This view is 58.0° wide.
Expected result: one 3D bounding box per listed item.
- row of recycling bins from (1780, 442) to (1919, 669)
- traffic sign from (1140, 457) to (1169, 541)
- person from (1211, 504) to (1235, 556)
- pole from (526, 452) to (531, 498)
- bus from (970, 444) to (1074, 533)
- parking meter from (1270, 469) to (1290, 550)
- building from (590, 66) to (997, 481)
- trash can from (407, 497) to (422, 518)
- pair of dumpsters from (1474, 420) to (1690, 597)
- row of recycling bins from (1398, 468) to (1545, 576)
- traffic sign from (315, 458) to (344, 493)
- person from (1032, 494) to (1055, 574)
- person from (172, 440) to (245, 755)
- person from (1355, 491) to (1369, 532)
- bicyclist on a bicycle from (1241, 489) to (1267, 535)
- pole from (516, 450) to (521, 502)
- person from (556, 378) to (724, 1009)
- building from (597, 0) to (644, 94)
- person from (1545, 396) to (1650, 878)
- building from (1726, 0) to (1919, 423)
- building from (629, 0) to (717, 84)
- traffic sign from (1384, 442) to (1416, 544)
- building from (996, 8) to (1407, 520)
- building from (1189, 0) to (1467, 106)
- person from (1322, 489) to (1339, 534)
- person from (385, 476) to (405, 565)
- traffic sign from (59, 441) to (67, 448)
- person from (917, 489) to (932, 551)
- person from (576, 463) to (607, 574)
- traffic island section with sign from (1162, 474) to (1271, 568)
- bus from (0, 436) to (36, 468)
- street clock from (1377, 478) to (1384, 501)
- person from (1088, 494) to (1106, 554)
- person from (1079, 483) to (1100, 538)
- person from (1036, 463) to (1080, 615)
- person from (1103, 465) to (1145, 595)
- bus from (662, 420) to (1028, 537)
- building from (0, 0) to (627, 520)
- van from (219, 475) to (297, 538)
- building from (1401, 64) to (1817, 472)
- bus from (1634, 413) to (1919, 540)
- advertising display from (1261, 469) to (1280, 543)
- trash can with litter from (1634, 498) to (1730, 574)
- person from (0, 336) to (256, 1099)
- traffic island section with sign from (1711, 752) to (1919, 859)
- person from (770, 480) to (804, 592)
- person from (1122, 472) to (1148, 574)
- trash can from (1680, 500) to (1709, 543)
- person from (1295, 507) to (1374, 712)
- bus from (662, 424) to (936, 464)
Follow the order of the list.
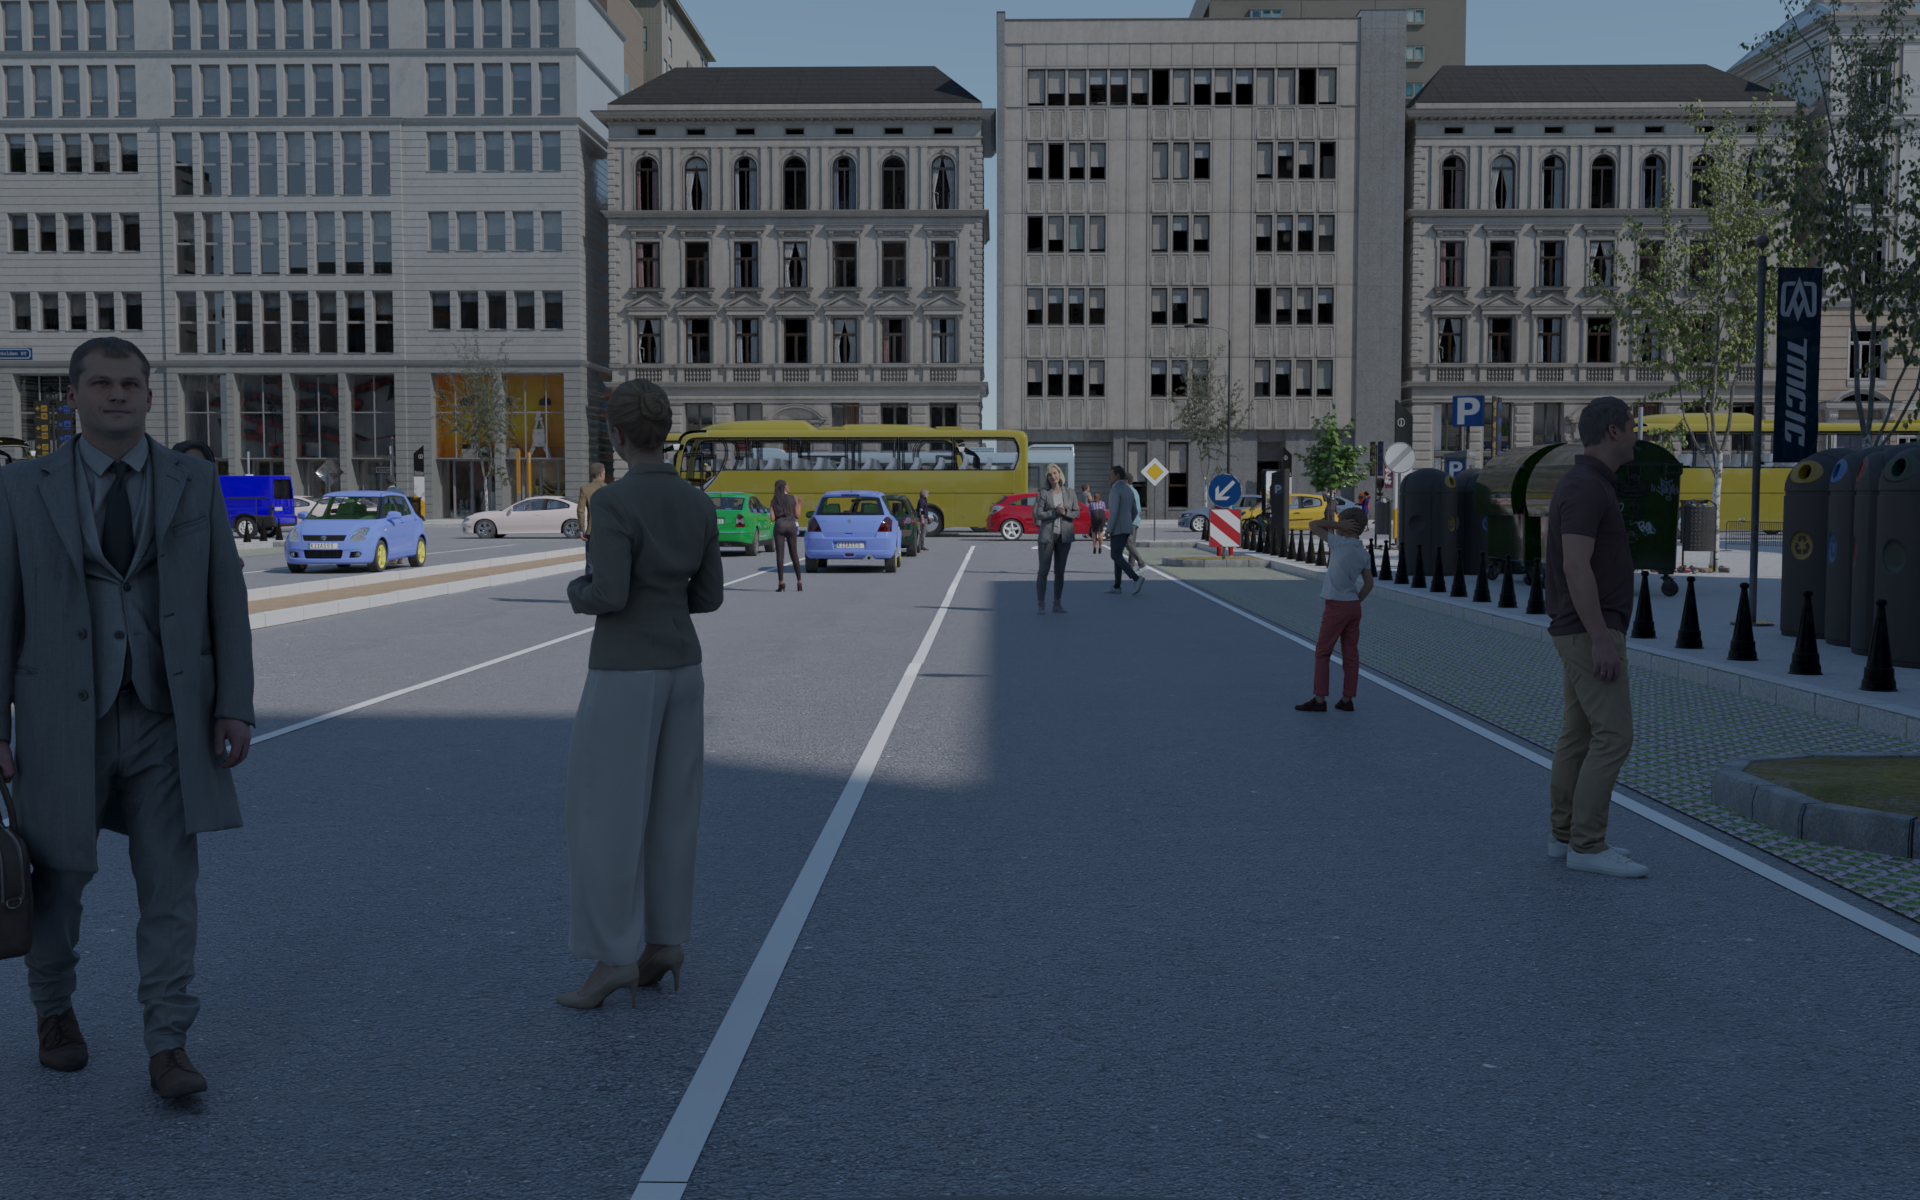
[{"bbox_3d":[7.656,-0.437,14.250,1.069,1.692,3.534,1,4,12],"label":"row of recycling bins"},{"bbox_3d":[5.320,-2.673,47.351,0.795,2.450,0.064,0,4,1],"label":"traffic sign"},{"bbox_3d":[5.656,-1.637,36.971,0.444,1.614,0.593,-2,4,-27],"label":"person"},{"bbox_3d":[-21.047,-5.549,84.564,0.158,3.312,0.155,0,3,0],"label":"pole"},{"bbox_3d":[-2.342,-4.312,65.367,13.247,3.499,2.948,0,4,3],"label":"bus"},{"bbox_3d":[7.405,-2.104,40.114,0.399,1.863,0.255,3,4,37],"label":"parking meter"},{"bbox_3d":[-8.072,-16.019,90.785,19.941,23.489,11.050,0,4,1],"label":"building"},{"bbox_3d":[-25.476,-4.233,80.855,0.748,1.137,0.748,0,3,0],"label":"trash can"},{"bbox_3d":[8.395,-1.294,23.643,1.574,2.255,4.437,0,4,1],"label":"pair of dumpsters"},{"bbox_3d":[8.643,-1.265,27.804,3.534,1.692,1.069,-1,4,-18],"label":"row of recycling bins"},{"bbox_3d":[-17.419,-2.705,47.876,0.795,2.450,0.064,0,4,1],"label":"traffic sign"},{"bbox_3d":[1.641,-1.354,31.167,0.617,1.759,0.750,1,4,11],"label":"person"},{"bbox_3d":[-4.231,-0.001,9.355,0.643,1.720,0.563,0,4,4],"label":"person"},{"bbox_3d":[15.278,-3.359,65.790,0.546,1.535,0.453,0,4,8],"label":"person"},{"bbox_3d":[9.920,-2.872,56.972,1.625,1.676,1.499,0,4,0],"label":"bicyclist on a bicycle"},{"bbox_3d":[-20.579,-5.316,80.760,0.158,3.312,0.155,0,3,0],"label":"pole"},{"bbox_3d":[-0.935,0.249,4.985,0.362,1.759,0.519,3,4,36],"label":"person"},{"bbox_3d":[-35.149,-30.437,147.753,14.600,45.320,14.200,0,4,1],"label":"building"},{"bbox_3d":[2.475,0.119,6.682,0.434,1.807,0.598,2,4,29],"label":"person"},{"bbox_3d":[52.102,-18.652,90.870,20.117,28.700,13.634,0,4,1],"label":"building"},{"bbox_3d":[-41.362,-36.234,181.661,27.495,52.752,28.713,0,4,1],"label":"building"},{"bbox_3d":[10.801,-2.598,42.589,0.768,2.556,0.104,0,4,7],"label":"traffic sign"},{"bbox_3d":[11.876,-16.697,91.018,19.932,24.808,12.078,0,4,1],"label":"building"},{"bbox_3d":[31.538,-32.446,154.192,21.300,48.544,21.600,0,4,1],"label":"building"},{"bbox_3d":[11.294,-2.665,52.872,0.445,1.727,0.742,2,4,27],"label":"person"},{"bbox_3d":[-11.505,-1.619,35.159,0.419,1.800,0.721,1,4,23],"label":"person"},{"bbox_3d":[-20.993,-2.499,40.960,0.768,2.556,0.104,0,4,5],"label":"traffic sign"},{"bbox_3d":[-0.977,-2.020,43.730,0.471,1.553,0.569,2,4,31],"label":"person"},{"bbox_3d":[-4.635,-0.864,22.530,0.836,1.842,0.656,2,4,29],"label":"person"},{"bbox_3d":[5.061,-1.580,34.466,1.989,1.847,2.006,0,4,1],"label":"traffic island section with sign"},{"bbox_3d":[-40.948,-4.498,65.086,12.252,3.916,2.896,0,4,0],"label":"bus"},{"bbox_3d":[18.985,-4.509,78.293,0.358,2.002,0.471,2,4,33],"label":"street clock"},{"bbox_3d":[3.292,-1.823,41.544,0.421,1.427,0.697,0,4,0],"label":"person"},{"bbox_3d":[4.209,-2.886,56.040,0.532,1.782,0.716,-3,4,-39],"label":"person"},{"bbox_3d":[1.179,-0.741,20.807,0.537,1.800,0.526,0,4,0],"label":"person"},{"bbox_3d":[2.362,-1.005,24.783,0.795,1.843,0.661,3,4,36],"label":"person"},{"bbox_3d":[-3.841,-4.094,58.488,12.252,3.916,2.896,0,4,2],"label":"bus"},{"bbox_3d":[-33.439,-19.190,91.250,29.804,29.767,11.434,0,4,1],"label":"building"},{"bbox_3d":[-24.721,-3.214,56.937,5.245,2.365,2.240,0,4,1],"label":"van"},{"bbox_3d":[31.803,-15.995,90.396,19.941,23.489,11.050,0,4,1],"label":"building"},{"bbox_3d":[25.256,-3.763,53.065,12.252,3.916,2.896,0,4,3],"label":"bus"},{"bbox_3d":[8.217,-2.471,45.621,0.123,1.923,0.974,3,4,37],"label":"advertising display"},{"bbox_3d":[11.761,-1.072,28.585,2.233,1.210,1.678,0,4,6],"label":"trash can with litter"},{"bbox_3d":[-2.071,0.269,4.197,0.694,1.812,0.767,-2,4,-32],"label":"person"},{"bbox_3d":[4.462,0.068,7.518,1.989,1.847,2.006,0,4,1],"label":"traffic island section with sign"},{"bbox_3d":[-2.550,-0.947,25.454,0.415,1.643,0.593,2,4,31],"label":"person"},{"bbox_3d":[3.111,-1.383,31.135,0.620,1.820,0.660,1,4,19],"label":"person"},{"bbox_3d":[18.233,-1.920,43.043,0.748,1.137,0.748,0,3,0],"label":"trash can"},{"bbox_3d":[2.480,0.058,11.463,0.435,1.345,0.340,-3,4,-39],"label":"person"},{"bbox_3d":[-5.424,-4.303,61.905,12.252,3.916,2.896,0,4,2],"label":"bus"}]
